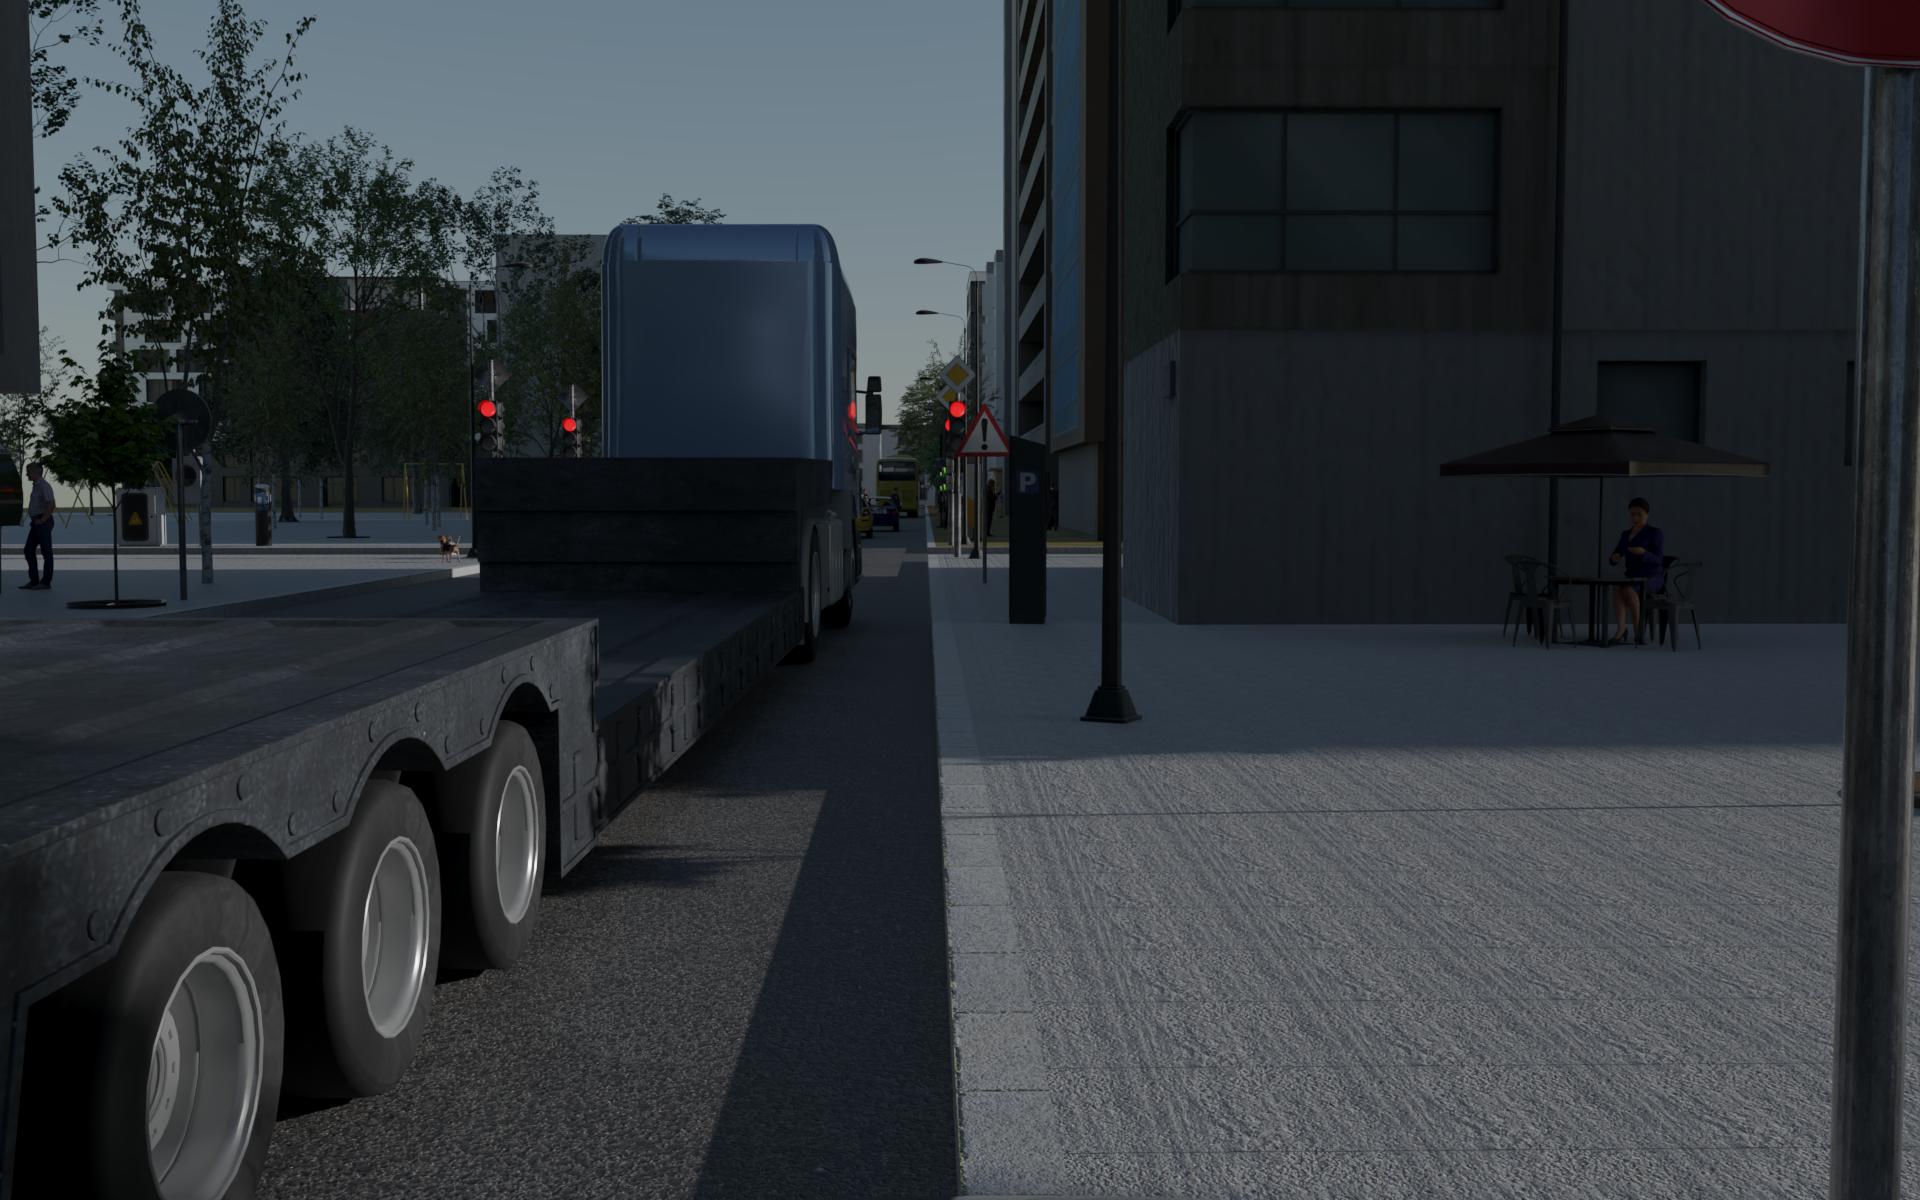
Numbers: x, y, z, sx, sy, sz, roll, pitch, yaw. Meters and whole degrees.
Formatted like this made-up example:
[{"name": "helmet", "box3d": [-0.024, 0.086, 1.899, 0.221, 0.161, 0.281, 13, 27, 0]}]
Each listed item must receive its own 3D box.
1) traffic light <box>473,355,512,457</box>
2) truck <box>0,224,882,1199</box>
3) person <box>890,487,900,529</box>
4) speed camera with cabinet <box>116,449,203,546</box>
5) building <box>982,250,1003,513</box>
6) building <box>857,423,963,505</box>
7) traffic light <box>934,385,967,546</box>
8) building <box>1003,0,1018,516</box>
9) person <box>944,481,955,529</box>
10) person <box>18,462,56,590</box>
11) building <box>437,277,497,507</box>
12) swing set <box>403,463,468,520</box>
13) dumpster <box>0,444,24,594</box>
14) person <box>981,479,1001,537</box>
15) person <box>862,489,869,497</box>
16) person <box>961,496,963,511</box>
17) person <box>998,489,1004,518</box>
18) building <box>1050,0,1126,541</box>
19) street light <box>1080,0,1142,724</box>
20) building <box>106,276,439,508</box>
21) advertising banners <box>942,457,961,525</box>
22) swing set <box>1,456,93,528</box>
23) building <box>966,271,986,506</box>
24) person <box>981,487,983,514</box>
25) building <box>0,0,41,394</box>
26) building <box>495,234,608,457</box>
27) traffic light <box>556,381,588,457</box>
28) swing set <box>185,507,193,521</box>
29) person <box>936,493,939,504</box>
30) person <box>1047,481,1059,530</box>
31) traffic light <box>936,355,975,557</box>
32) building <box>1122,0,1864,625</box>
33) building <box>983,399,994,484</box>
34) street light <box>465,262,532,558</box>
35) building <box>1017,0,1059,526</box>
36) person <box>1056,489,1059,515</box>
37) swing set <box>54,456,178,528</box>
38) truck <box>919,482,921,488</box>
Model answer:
[{"name": "traffic light", "box3d": [-9.411, -2.813, 34.911, 0.839, 4.253, 0.868, 0, 4, -1]}, {"name": "truck", "box3d": [-2.451, -1.331, 11.525, 2.967, 4.110, 18.799, 0, 4, 1]}, {"name": "person", "box3d": [-2.663, -3.775, 71.148, 0.541, 1.710, 0.530, -3, 4, -39]}, {"name": "speed camera with cabinet", "box3d": [-19.675, -2.958, 42.707, 2.038, 3.252, 0.660, 0, 4, -4]}, {"name": "building", "box3d": [9.673, -16.403, 124.615, 16.016, 20.091, 11.380, 0, 4, -1]}, {"name": "building", "box3d": [-9.557, -16.354, 209.533, 28.070, 9.664, 9.099, 0, 4, -1]}, {"name": "traffic light", "box3d": [-0.235, -3.314, 43.100, 0.839, 4.253, 0.868, 0, 4, -1]}, {"name": "building", "box3d": [13.072, -34.309, 102.951, 21.231, 58.520, 28.212, 0, 4, -1]}, {"name": "person", "box3d": [-0.321, -3.501, 63.735, 0.683, 1.767, 0.568, 3, 5, 39]}, {"name": "person", "box3d": [-12.406, -0.996, 23.263, 0.436, 1.711, 0.756, -2, 4, -34]}, {"name": "building", "box3d": [-32.656, -20.360, 176.858, 32.646, 21.610, 27.936, 0, 4, -1]}, {"name": "swing set", "box3d": [-26.711, -5.557, 88.483, 3.119, 2.851, 2.862, -1, 4, -22]}, {"name": "dumpster", "box3d": [-9.513, -0.783, 15.294, 1.502, 2.255, 1.985, 0, 4, -1]}, {"name": "person", "box3d": [0.935, -2.787, 52.294, 0.600, 1.739, 0.565, -3, 4, -37]}, {"name": "person", "box3d": [-7.158, -7.439, 130.220, 1.348, 1.812, 0.705, 3, 4, 37]}, {"name": "person", "box3d": [0.319, -7.215, 127.238, 0.697, 1.427, 0.421, 0, 4, 7]}, {"name": "person", "box3d": [2.178, -5.149, 92.293, 0.319, 1.574, 0.516, 0, 4, -1]}, {"name": "building", "box3d": [10.306, -24.608, 52.448, 14.200, 45.320, 14.600, 0, 4, -1]}, {"name": "street light", "box3d": [0.318, -2.270, 9.660, 1.470, 5.913, 1.316, 0, 4, -1]}, {"name": "building", "box3d": [-65.301, -20.336, 176.469, 32.646, 21.610, 27.936, 0, 4, -1]}, {"name": "advertising banners", "box3d": [-0.350, -4.564, 70.813, 0.090, 3.025, 2.074, -1, 4, -22]}, {"name": "swing set", "box3d": [-38.505, -4.598, 72.797, 3.119, 2.851, 2.862, 3, 5, 41]}, {"name": "building", "box3d": [14.538, -20.283, 175.599, 27.936, 21.610, 32.646, 0, 4, -1]}, {"name": "person", "box3d": [1.420, -6.353, 110.858, 0.756, 1.711, 0.436, 1, 4, 9]}, {"name": "building", "box3d": [-21.512, -20.721, 22.382, 14.086, 41.232, 14.154, 0, 4, -1]}, {"name": "building", "box3d": [-23.496, -16.364, 134.006, 16.747, 18.905, 31.486, 0, 4, -1]}, {"name": "traffic light", "box3d": [-9.574, -3.301, 42.894, 0.839, 4.253, 0.868, 0, 4, -1]}, {"name": "swing set", "box3d": [-37.991, -5.158, 81.959, 2.862, 2.851, 3.119, -1, 4, -20]}, {"name": "person", "box3d": [-1.561, -7.423, 128.124, 0.721, 1.735, 1.217, 1, 4, 20]}, {"name": "person", "box3d": [3.358, -3.346, 61.550, 0.742, 1.727, 0.445, -3, 5, -45]}, {"name": "traffic light", "box3d": [-0.072, -2.825, 35.117, 0.839, 4.253, 0.868, 0, 4, -1]}, {"name": "building", "box3d": [9.015, -15.374, 23.059, 14.160, 30.474, 14.107, 0, 4, -1]}, {"name": "building", "box3d": [6.823, -12.437, 145.500, 9.099, 9.664, 28.070, 0, 4, -1]}, {"name": "street light", "box3d": [-9.268, -3.810, 34.840, 1.470, 5.913, 1.316, 0, 4, -1]}, {"name": "building", "box3d": [13.801, -27.771, 77.759, 21.300, 48.544, 21.600, 0, 4, -1]}, {"name": "person", "box3d": [3.952, -3.730, 67.728, 0.576, 1.737, 0.504, 0, 4, 6]}, {"name": "swing set", "box3d": [-31.771, -4.154, 65.540, 2.862, 2.851, 3.119, 1, 4, 12]}, {"name": "truck", "box3d": [-5.463, -11.570, 178.089, 2.839, 4.237, 11.283, 0, 4, -1]}]
